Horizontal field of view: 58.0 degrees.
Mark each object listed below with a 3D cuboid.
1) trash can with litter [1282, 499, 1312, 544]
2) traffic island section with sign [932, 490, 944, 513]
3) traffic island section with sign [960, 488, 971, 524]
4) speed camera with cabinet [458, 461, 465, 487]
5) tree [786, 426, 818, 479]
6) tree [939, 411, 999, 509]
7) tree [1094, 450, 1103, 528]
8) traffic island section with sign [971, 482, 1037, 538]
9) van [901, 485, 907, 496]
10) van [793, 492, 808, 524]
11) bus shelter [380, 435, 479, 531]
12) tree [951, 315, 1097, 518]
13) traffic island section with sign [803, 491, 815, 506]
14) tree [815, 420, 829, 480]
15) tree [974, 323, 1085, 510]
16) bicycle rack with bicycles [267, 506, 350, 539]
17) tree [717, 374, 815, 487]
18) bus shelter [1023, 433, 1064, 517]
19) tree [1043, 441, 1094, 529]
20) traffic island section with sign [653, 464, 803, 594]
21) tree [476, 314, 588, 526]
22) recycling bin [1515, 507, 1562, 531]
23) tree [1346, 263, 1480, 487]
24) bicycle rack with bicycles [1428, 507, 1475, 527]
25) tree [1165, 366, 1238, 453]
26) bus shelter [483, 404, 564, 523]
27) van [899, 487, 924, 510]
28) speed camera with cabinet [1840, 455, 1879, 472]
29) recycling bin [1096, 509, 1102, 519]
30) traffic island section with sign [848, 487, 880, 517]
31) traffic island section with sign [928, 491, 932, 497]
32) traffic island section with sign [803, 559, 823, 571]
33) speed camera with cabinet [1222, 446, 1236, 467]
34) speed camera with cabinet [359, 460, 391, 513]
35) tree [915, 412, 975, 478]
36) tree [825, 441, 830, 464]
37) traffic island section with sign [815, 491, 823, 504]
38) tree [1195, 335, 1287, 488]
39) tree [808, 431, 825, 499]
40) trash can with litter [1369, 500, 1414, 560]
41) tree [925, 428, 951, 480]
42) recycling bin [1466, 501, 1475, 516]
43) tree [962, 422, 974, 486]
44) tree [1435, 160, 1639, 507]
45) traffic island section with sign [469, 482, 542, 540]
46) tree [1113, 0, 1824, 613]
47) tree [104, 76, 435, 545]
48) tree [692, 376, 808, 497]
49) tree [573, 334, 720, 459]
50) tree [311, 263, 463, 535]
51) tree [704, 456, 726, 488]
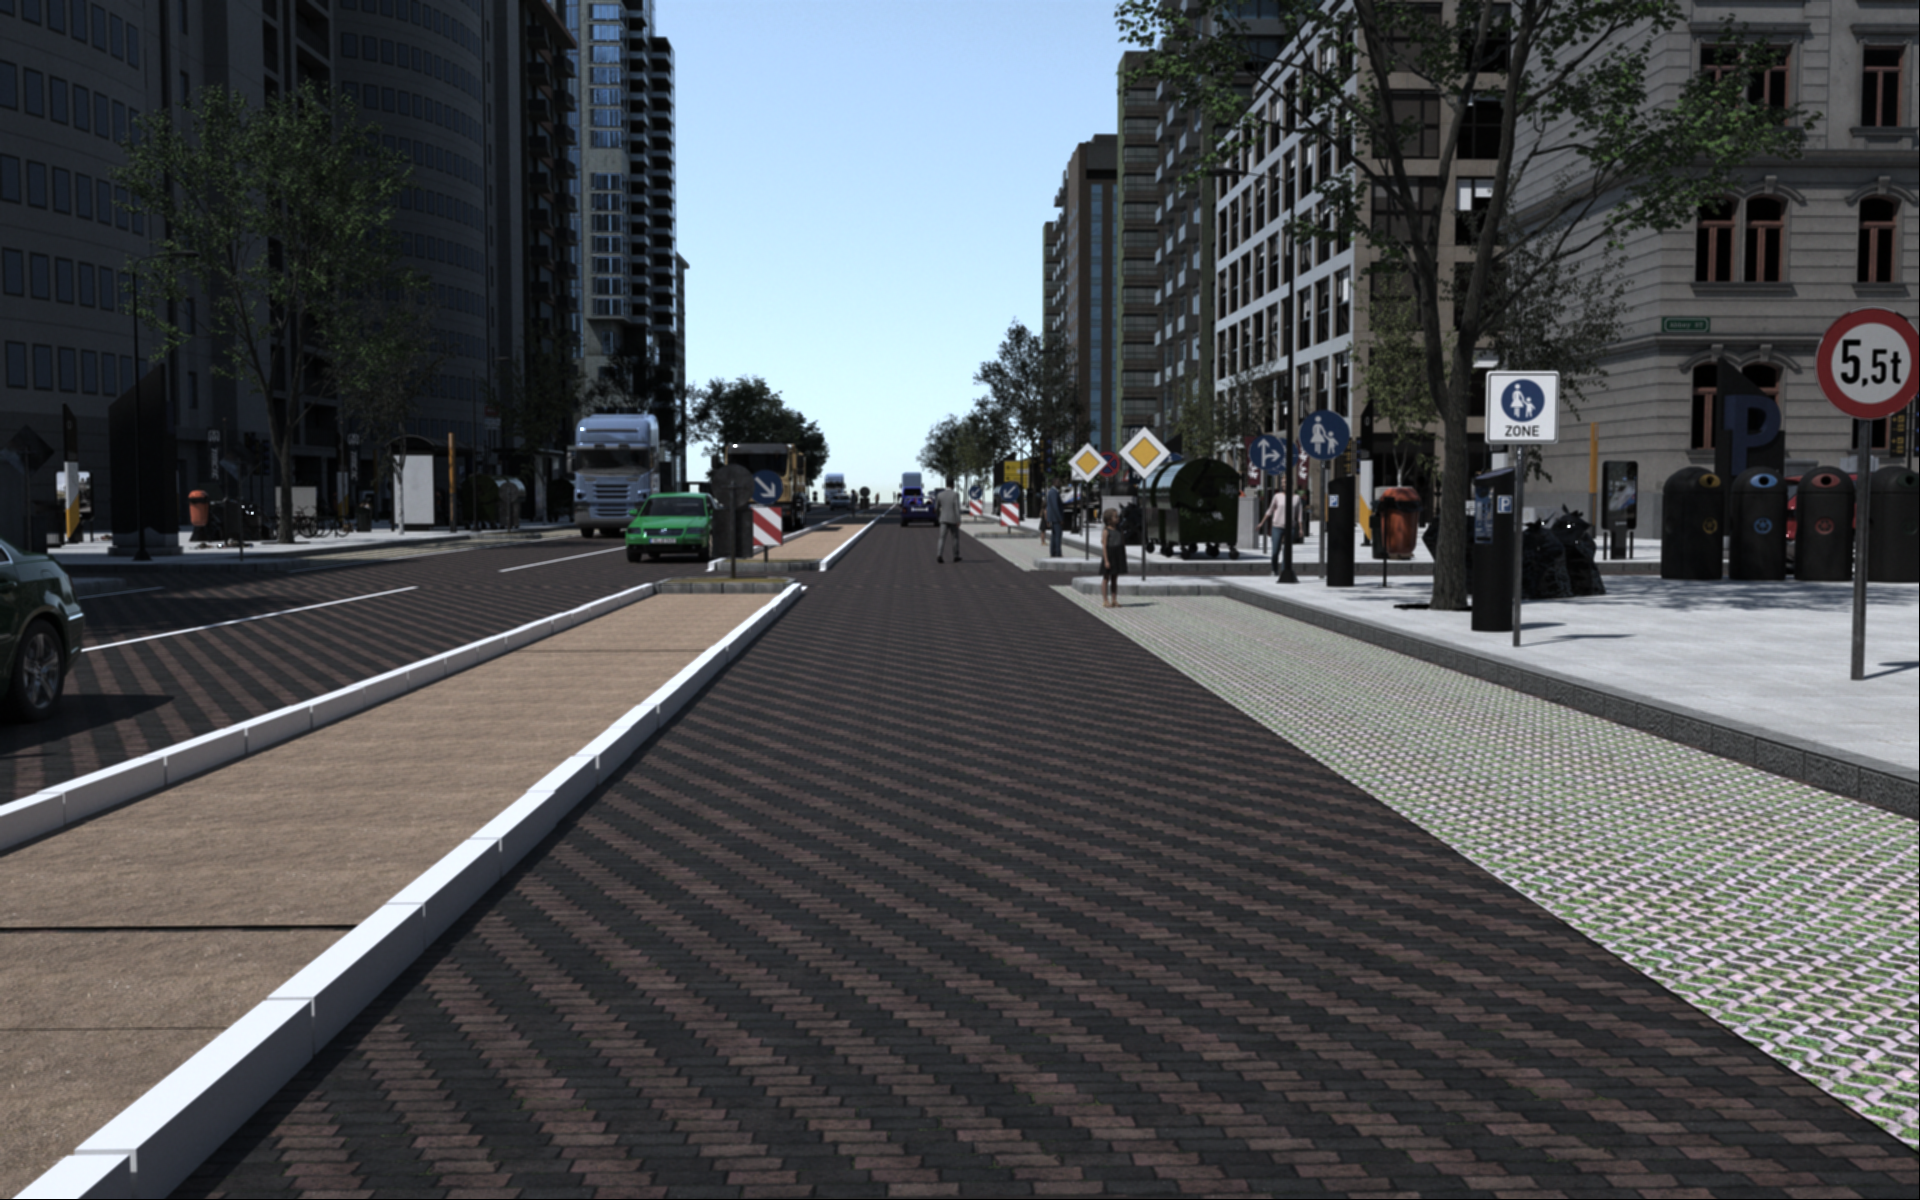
[{"bbox_3d":[8.533,-2.015,44.329,0.624,1.170,1.055,2,4,35],"label":"trash can with litter"},{"bbox_3d":[-0.917,-7.643,133.583,1.989,1.847,2.006,0,4,-2],"label":"traffic island section with sign"},{"bbox_3d":[0.612,-4.574,83.406,1.989,1.847,2.006,0,4,-2],"label":"traffic island section with sign"},{"bbox_3d":[-29.421,-6.784,105.251,2.038,3.252,0.660,-2,4,-31],"label":"speed camera with cabinet"},{"bbox_3d":[-22.699,-18.384,234.986,7.601,10.594,8.767,-1,4,-15],"label":"tree"},{"bbox_3d":[1.220,-12.471,154.260,4.737,8.622,4.395,0,3,0],"label":"tree"},{"bbox_3d":[4.666,-4.410,66.701,1.663,3.219,1.824,0,3,0],"label":"tree"},{"bbox_3d":[1.464,-2.926,56.464,1.989,1.847,2.006,0,4,-2],"label":"traffic island section with sign"},{"bbox_3d":[-5.110,-10.826,181.394,2.240,2.365,5.245,0,4,-2],"label":"van"},{"bbox_3d":[-8.112,-4.535,81.151,2.013,2.044,4.112,0,4,-2],"label":"van"},{"bbox_3d":[-18.894,-4.165,62.018,2.014,3.302,5.546,0,4,-2],"label":"bus shelter"},{"bbox_3d":[3.651,-9.575,90.957,7.601,10.594,8.767,0,4,3],"label":"tree"},{"bbox_3d":[-19.353,-12.612,214.840,1.989,1.847,2.006,0,4,-2],"label":"traffic island section with sign"},{"bbox_3d":[-23.844,-21.364,255.953,9.857,13.997,8.962,0,3,0],"label":"tree"},{"bbox_3d":[3.503,-7.553,73.857,4.360,8.622,3.978,0,3,0],"label":"tree"},{"bbox_3d":[-19.492,-2.316,51.251,2.925,0.926,2.852,-3,5,-42],"label":"bicycle rack with bicycles"},{"bbox_3d":[-21.222,-16.870,182.471,9.857,13.997,8.962,0,3,0],"label":"tree"},{"bbox_3d":[4.830,-7.478,99.895,2.179,5.291,8.768,0,4,-2],"label":"bus shelter"},{"bbox_3d":[3.783,-4.156,62.555,1.663,3.219,1.824,0,3,0],"label":"tree"},{"bbox_3d":[-3.432,-1.071,25.653,2.006,1.907,1.989,0,4,-2],"label":"traffic island section with sign"},{"bbox_3d":[-17.141,-7.341,70.382,4.737,8.622,4.395,0,3,0],"label":"tree"},{"bbox_3d":[11.066,-1.270,33.311,0.722,1.027,0.722,-1,4,-21],"label":"recycling bin"},{"bbox_3d":[14.129,-6.403,55.044,4.737,8.622,4.395,0,3,0],"label":"tree"},{"bbox_3d":[14.432,-2.137,48.322,2.852,0.926,2.925,0,4,6],"label":"bicycle rack with bicycles"},{"bbox_3d":[13.567,-9.086,98.920,4.737,8.622,4.395,0,3,0],"label":"tree"},{"bbox_3d":[-20.283,-6.275,80.224,2.179,5.291,8.768,0,4,-2],"label":"bus shelter"},{"bbox_3d":[-4.268,-9.146,153.913,2.240,2.365,5.245,0,4,-3],"label":"van"},{"bbox_3d":[22.199,-2.882,41.455,2.038,3.252,0.660,0,4,1],"label":"speed camera with cabinet"},{"bbox_3d":[7.503,-4.758,90.341,0.722,1.027,0.722,1,4,20],"label":"recycling bin"},{"bbox_3d":[-5.970,-6.118,108.160,2.006,1.907,1.989,0,4,-2],"label":"traffic island section with sign"},{"bbox_3d":[-1.746,-9.290,160.526,1.989,1.847,2.006,0,4,-2],"label":"traffic island section with sign"},{"bbox_3d":[-3.650,-1.524,33.057,2.006,1.907,1.989,0,4,-2],"label":"traffic island section with sign"},{"bbox_3d":[10.923,-4.746,71.927,0.660,3.252,2.038,-1,4,-17],"label":"speed camera with cabinet"},{"bbox_3d":[-31.018,-5.983,92.165,0.660,3.252,2.038,3,5,40],"label":"speed camera with cabinet"},{"bbox_3d":[-1.614,-21.224,257.380,12.009,13.543,11.850,0,3,0],"label":"tree"},{"bbox_3d":[-23.688,-20.936,268.057,9.928,11.665,9.643,0,3,0],"label":"tree"},{"bbox_3d":[-20.186,-14.274,242.011,1.989,1.847,2.006,0,4,-2],"label":"traffic island section with sign"},{"bbox_3d":[12.966,-7.897,79.476,4.360,8.622,3.978,0,3,0],"label":"tree"},{"bbox_3d":[-22.123,-17.015,203.945,9.928,11.665,9.643,0,3,0],"label":"tree"},{"bbox_3d":[8.502,-1.379,33.926,0.624,1.170,1.055,-2,4,-25],"label":"trash can with litter"},{"bbox_3d":[0.793,-16.109,197.787,7.601,10.594,8.767,1,4,16],"label":"tree"},{"bbox_3d":[19.779,-3.313,66.722,0.722,1.027,0.722,-2,4,-33],"label":"recycling bin"},{"bbox_3d":[2.412,-10.446,121.158,4.360,8.622,3.978,0,3,0],"label":"tree"},{"bbox_3d":[12.612,-5.375,38.241,4.360,8.622,3.978,0,3,0],"label":"tree"},{"bbox_3d":[-14.437,-2.847,55.181,1.989,1.847,2.006,0,4,-2],"label":"traffic island section with sign"},{"bbox_3d":[5.344,-5.687,18.742,9.928,11.665,9.643,0,3,0],"label":"tree"},{"bbox_3d":[-17.358,-7.237,44.087,9.928,11.665,9.643,0,3,0],"label":"tree"},{"bbox_3d":[-20.326,-13.926,153.451,9.928,11.665,9.643,0,3,0],"label":"tree"},{"bbox_3d":[-18.149,-10.155,100.447,8.767,10.594,7.601,-1,4,-11],"label":"tree"},{"bbox_3d":[-17.909,-6.369,54.498,4.360,8.622,3.978,0,3,0],"label":"tree"},{"bbox_3d":[-19.705,-9.878,145.212,4.285,4.588,4.351,0,3,0],"label":"tree"}]
